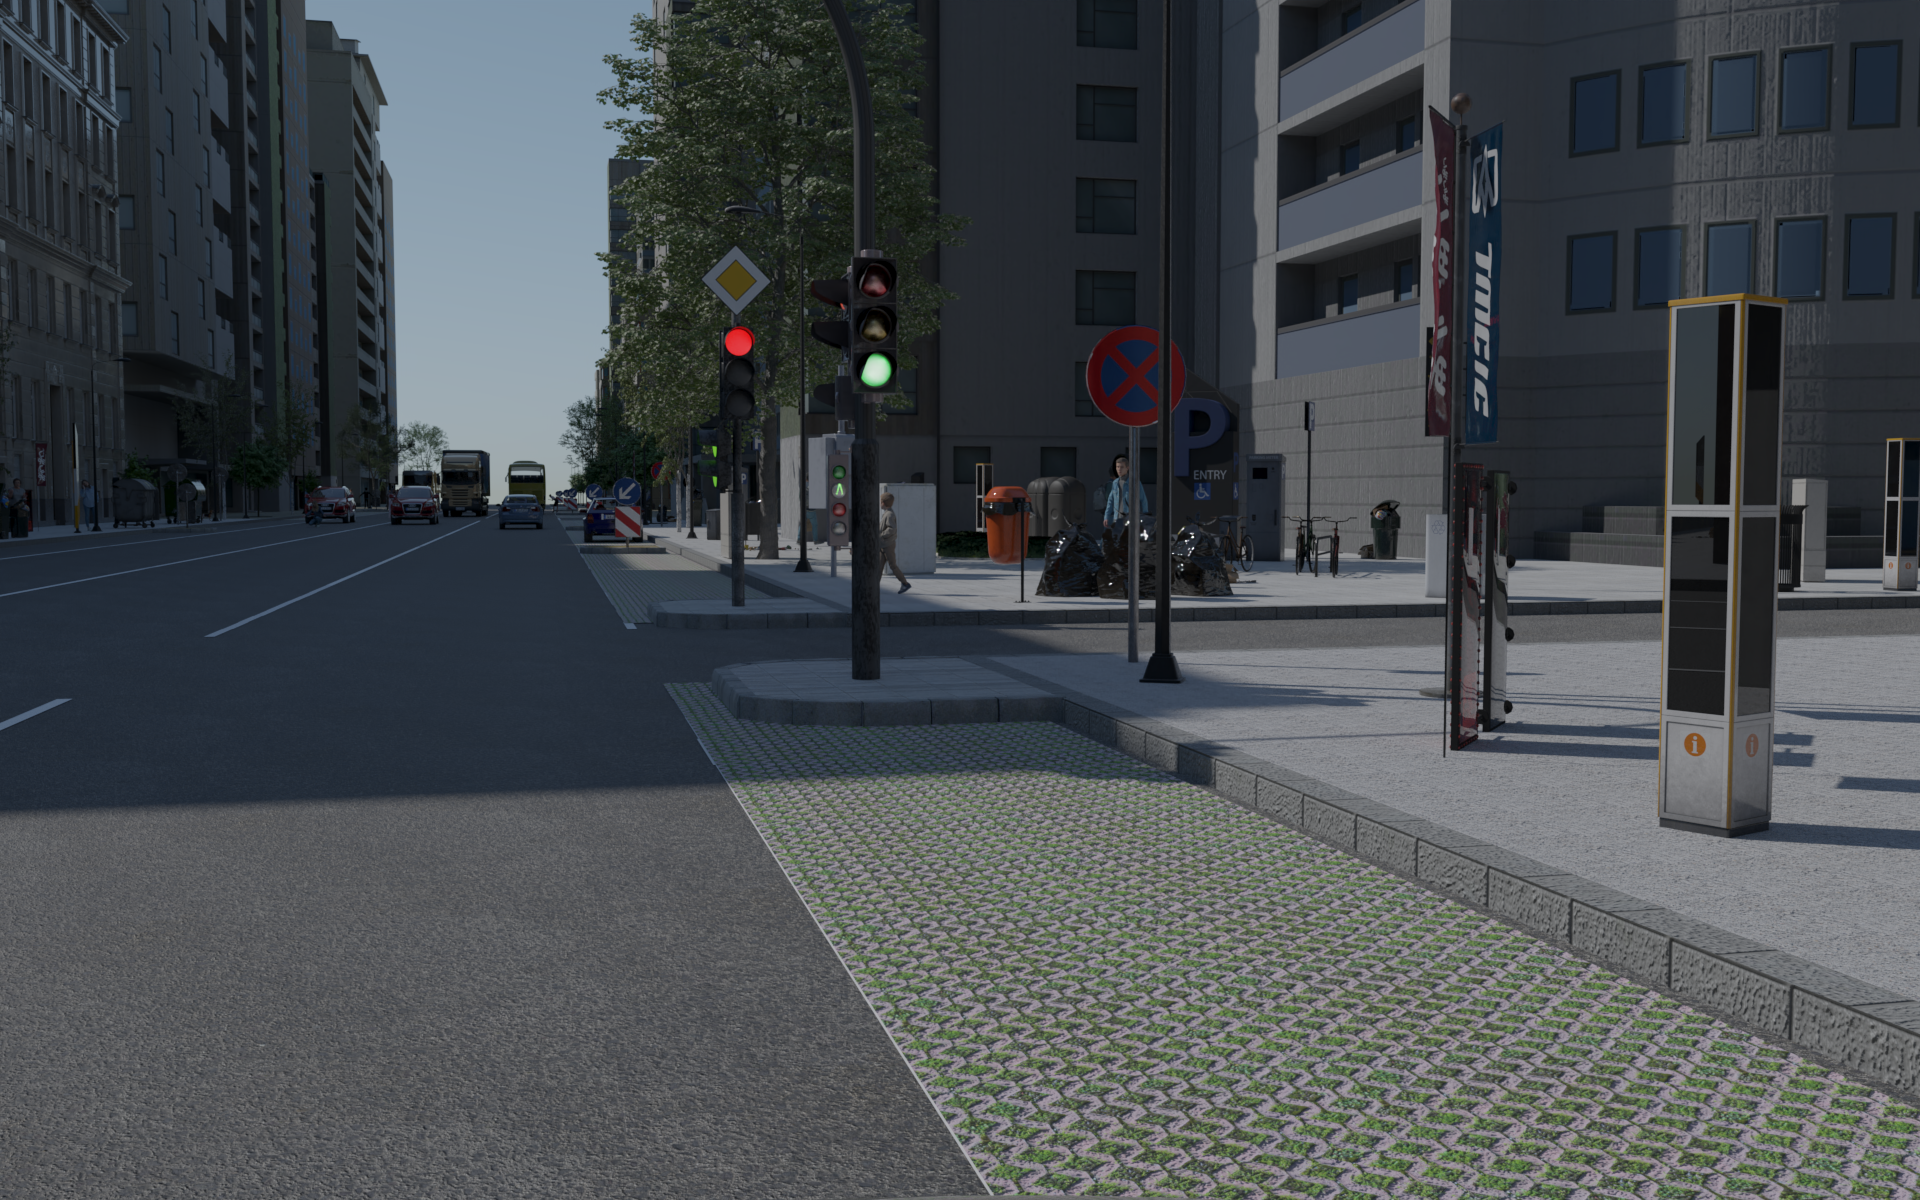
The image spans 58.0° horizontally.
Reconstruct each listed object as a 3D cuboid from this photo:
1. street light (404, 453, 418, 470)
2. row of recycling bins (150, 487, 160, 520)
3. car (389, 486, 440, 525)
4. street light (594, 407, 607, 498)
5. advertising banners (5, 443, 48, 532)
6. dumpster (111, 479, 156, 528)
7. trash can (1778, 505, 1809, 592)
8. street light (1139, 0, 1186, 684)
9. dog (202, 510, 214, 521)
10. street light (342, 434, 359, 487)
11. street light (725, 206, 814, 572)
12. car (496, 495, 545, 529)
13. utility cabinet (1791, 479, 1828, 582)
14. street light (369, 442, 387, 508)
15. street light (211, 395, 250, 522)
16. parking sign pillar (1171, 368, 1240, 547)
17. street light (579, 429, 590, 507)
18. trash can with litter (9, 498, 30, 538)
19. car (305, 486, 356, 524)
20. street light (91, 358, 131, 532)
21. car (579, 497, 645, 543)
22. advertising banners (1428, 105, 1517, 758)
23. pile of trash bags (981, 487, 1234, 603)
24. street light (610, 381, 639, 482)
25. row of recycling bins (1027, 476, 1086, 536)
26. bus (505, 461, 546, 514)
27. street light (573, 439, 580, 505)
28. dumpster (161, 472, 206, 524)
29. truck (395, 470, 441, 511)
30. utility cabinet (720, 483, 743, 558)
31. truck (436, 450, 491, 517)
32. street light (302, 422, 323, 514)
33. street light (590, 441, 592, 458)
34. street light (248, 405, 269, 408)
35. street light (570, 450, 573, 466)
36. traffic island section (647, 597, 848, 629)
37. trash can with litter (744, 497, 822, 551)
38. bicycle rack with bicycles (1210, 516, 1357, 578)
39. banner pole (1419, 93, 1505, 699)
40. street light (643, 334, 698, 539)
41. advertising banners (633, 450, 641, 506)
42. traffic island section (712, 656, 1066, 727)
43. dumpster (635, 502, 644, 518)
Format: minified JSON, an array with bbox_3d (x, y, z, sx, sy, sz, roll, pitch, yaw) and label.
[{"bbox_3d":[-61.200,-13.457,192.568,1.470,5.913,1.316,-1,4,-14],"label":"street light"},{"bbox_3d":[-40.111,-4.686,83.730,1.069,1.692,3.534,1,4,16],"label":"row of recycling bins"},{"bbox_3d":[-25.916,-4.509,82.393,2.281,1.827,5.304,-1,4,-14],"label":"car"},{"bbox_3d":[-18.744,-7.372,93.073,1.470,5.913,1.316,-1,4,-14],"label":"street light"},{"bbox_3d":[-31.688,-3.823,58.691,0.090,3.025,2.074,1,4,17],"label":"advertising banners"},{"bbox_3d":[-31.135,-3.638,65.235,1.264,1.857,1.865,-1,4,-14],"label":"dumpster"},{"bbox_3d":[10.757,-0.683,22.822,0.748,1.137,0.748,0,3,0],"label":"trash can"},{"bbox_3d":[0.861,-2.387,11.572,1.470,5.913,1.316,-1,4,-14],"label":"street light"},{"bbox_3d":[-36.082,-4.042,82.913,0.406,0.507,0.540,2,4,31],"label":"dog"},{"bbox_3d":[-46.946,-9.832,133.288,1.470,5.913,1.316,-1,4,-14],"label":"street light"},{"bbox_3d":[-3.103,-3.405,28.217,1.470,5.913,1.316,-1,4,-14],"label":"street light"},{"bbox_3d":[-18.180,-3.649,71.670,2.014,1.417,4.499,-1,4,-15],"label":"car"},{"bbox_3d":[12.533,-1.032,25.553,0.318,1.500,1.173,1,4,17],"label":"utility cabinet"},{"bbox_3d":[-52.166,-11.138,154.651,1.470,5.913,1.316,-1,4,-14],"label":"street light"},{"bbox_3d":[-34.256,-6.625,80.863,1.470,5.913,1.316,-1,4,-14],"label":"street light"},{"bbox_3d":[4.978,-2.854,35.142,1.447,3.967,1.447,2,4,26],"label":"parking sign pillar"},{"bbox_3d":[-26.078,-9.213,123.169,1.470,5.913,1.316,-1,4,-14],"label":"street light"},{"bbox_3d":[-27.696,-2.390,50.471,1.055,1.170,0.624,-2,4,-26],"label":"trash can with litter"},{"bbox_3d":[-31.184,-4.720,85.847,2.281,1.827,5.304,-1,4,-14],"label":"car"},{"bbox_3d":[-29.029,-5.302,59.236,1.470,5.913,1.316,-1,4,-14],"label":"street light"},{"bbox_3d":[-10.462,-2.421,52.162,1.945,1.354,3.894,-1,4,-12],"label":"car"},{"bbox_3d":[2.596,-0.771,8.791,0.090,3.025,2.074,2,4,28],"label":"advertising banners"},{"bbox_3d":[1.684,-0.719,21.508,3.447,1.369,1.912,-3,4,-39],"label":"pile of trash bags"},{"bbox_3d":[-13.487,-6.022,71.001,1.470,5.913,1.316,-1,4,-14],"label":"street light"},{"bbox_3d":[2.280,-2.136,42.033,1.069,1.692,3.534,-1,4,-8],"label":"row of recycling bins"},{"bbox_3d":[-31.705,-8.255,126.513,2.896,3.916,12.252,-1,4,-15],"label":"bus"},{"bbox_3d":[-31.564,-10.605,145.940,1.470,5.913,1.316,-1,4,-14],"label":"street light"},{"bbox_3d":[-33.556,-4.425,74.846,1.502,2.255,1.985,-1,4,-13],"label":"dumpster"},{"bbox_3d":[-44.387,-8.975,142.673,3.469,3.379,9.791,-1,4,-13],"label":"truck"},{"bbox_3d":[-4.558,-1.590,34.671,0.318,1.500,1.173,-1,4,-15],"label":"utility cabinet"},{"bbox_3d":[-31.939,-7.523,111.910,2.839,4.237,11.283,-1,4,-12],"label":"truck"},{"bbox_3d":[-41.724,-8.505,111.596,1.470,5.913,1.316,-1,4,-14],"label":"street light"},{"bbox_3d":[-20.504,-7.831,100.570,1.470,5.913,1.316,-1,4,-14],"label":"street light"},{"bbox_3d":[-36.651,-7.192,90.128,1.470,5.913,1.316,-1,4,-14],"label":"street light"},{"bbox_3d":[-36.711,-11.926,167.533,1.470,5.913,1.316,-1,4,-14],"label":"street light"},{"bbox_3d":[-2.515,0.150,19.824,2.009,0.180,2.903,-1,4,-14],"label":"traffic island section"},{"bbox_3d":[-4.266,-1.753,39.727,2.233,1.210,1.678,-1,4,-11],"label":"trash can with litter"},{"bbox_3d":[5.139,-0.889,27.924,2.852,0.926,2.925,1,4,21],"label":"bicycle rack with bicycles"},{"bbox_3d":[3.157,-1.265,10.698,0.401,3.779,0.863,0,4,-6],"label":"banner pole"},{"bbox_3d":[-8.257,-4.716,49.641,1.470,5.913,1.316,-1,4,-14],"label":"street light"},{"bbox_3d":[-12.864,-4.448,68.912,0.090,3.025,2.074,-1,4,-17],"label":"advertising banners"},{"bbox_3d":[-0.643,0.625,12.061,2.009,0.180,2.903,-1,4,-14],"label":"traffic island section"},{"bbox_3d":[-16.505,-4.987,87.290,1.264,1.857,1.865,-1,4,-13],"label":"dumpster"}]
